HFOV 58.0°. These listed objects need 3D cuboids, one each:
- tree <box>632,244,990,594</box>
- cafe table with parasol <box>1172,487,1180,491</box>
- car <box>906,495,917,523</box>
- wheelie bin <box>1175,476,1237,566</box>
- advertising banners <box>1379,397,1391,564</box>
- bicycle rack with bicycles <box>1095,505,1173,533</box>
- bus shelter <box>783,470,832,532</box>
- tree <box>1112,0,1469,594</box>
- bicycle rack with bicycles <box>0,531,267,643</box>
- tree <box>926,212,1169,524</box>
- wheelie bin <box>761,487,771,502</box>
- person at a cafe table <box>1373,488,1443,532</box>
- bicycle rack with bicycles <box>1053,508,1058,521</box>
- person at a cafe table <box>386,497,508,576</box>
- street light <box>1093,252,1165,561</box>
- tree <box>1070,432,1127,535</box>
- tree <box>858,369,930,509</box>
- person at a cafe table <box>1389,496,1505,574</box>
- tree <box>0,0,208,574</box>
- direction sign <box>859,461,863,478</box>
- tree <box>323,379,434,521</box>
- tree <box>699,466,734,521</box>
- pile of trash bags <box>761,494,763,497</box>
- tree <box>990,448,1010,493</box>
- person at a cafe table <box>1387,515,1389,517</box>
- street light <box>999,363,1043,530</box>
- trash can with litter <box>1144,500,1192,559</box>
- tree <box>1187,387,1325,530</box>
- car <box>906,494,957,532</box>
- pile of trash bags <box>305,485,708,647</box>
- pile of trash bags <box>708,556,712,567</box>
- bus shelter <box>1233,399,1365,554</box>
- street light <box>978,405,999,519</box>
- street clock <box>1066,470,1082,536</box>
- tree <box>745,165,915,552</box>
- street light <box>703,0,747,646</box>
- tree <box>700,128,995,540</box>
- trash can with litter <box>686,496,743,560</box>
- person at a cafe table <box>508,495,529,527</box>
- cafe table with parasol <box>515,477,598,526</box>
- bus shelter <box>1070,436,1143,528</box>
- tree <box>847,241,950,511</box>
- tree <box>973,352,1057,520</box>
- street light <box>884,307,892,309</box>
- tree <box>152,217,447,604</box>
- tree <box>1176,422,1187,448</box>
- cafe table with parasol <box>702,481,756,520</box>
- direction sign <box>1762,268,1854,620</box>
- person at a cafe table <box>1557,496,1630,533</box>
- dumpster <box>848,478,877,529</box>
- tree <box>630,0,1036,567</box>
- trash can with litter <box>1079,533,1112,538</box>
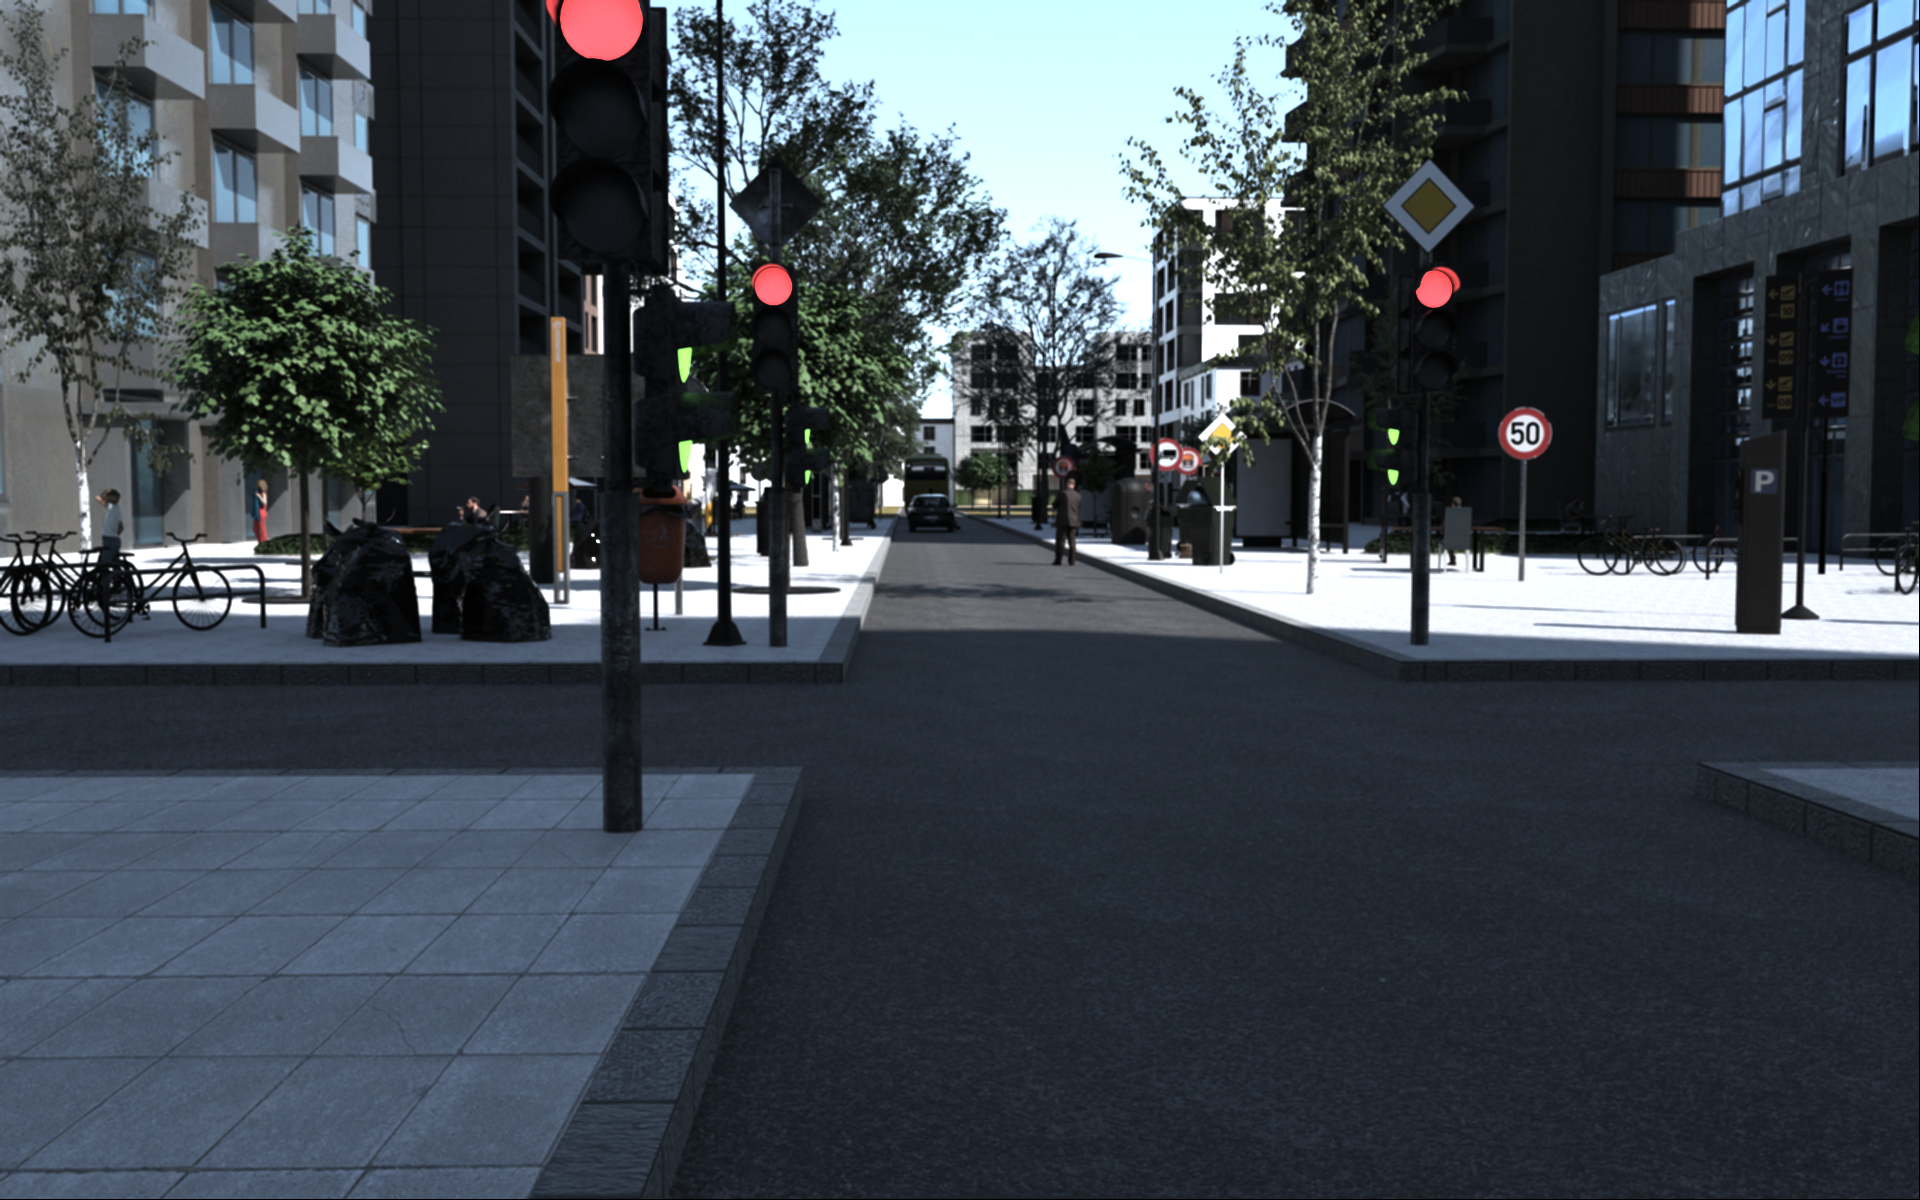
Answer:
[{"bbox_3d":[-2.262,-2.379,22.616,4.285,4.588,4.351,0,3,0],"label":"tree"},{"bbox_3d":[12.123,-5.114,88.481,2.610,1.966,2.610,0,4,1],"label":"cafe table with parasol"},{"bbox_3d":[-1.659,-4.474,85.148,2.014,1.417,4.499,0,4,-1],"label":"car"},{"bbox_3d":[4.504,-1.424,31.189,0.980,1.594,0.693,-3,4,-38],"label":"wheelie bin"},{"bbox_3d":[7.942,-2.210,32.322,0.090,3.025,2.074,1,4,11],"label":"advertising banners"},{"bbox_3d":[5.637,-2.683,57.252,2.852,0.926,2.925,0,4,-6],"label":"bicycle rack with bicycles"},{"bbox_3d":[-5.526,-5.176,62.264,2.179,5.291,8.768,0,4,-2],"label":"bus shelter"},{"bbox_3d":[4.392,-4.392,22.174,4.737,8.622,4.395,0,3,0],"label":"tree"},{"bbox_3d":[-8.019,-0.162,16.025,2.852,0.926,2.925,2,4,25],"label":"bicycle rack with bicycles"},{"bbox_3d":[3.791,-10.059,74.837,12.009,13.543,11.850,0,3,0],"label":"tree"},{"bbox_3d":[-8.014,-4.043,74.013,0.980,1.594,0.693,-1,4,-16],"label":"wheelie bin"},{"bbox_3d":[12.574,-2.483,49.111,1.698,1.524,1.622,3,4,37],"label":"person at a cafe table"},{"bbox_3d":[5.833,-4.224,82.449,2.925,0.926,2.852,-1,4,-22],"label":"bicycle rack with bicycles"},{"bbox_3d":[-8.222,-1.023,27.591,1.726,1.238,1.698,-1,4,-20],"label":"person at a cafe table"},{"bbox_3d":[3.261,-3.724,33.422,1.470,5.913,1.316,0,4,-2],"label":"street light"},{"bbox_3d":[4.165,-3.647,54.229,1.663,3.219,1.824,0,3,0],"label":"tree"},{"bbox_3d":[-7.146,-14.702,147.032,9.857,13.997,8.962,0,3,0],"label":"tree"},{"bbox_3d":[8.083,-1.083,28.562,1.698,1.238,1.726,0,4,8],"label":"person at a cafe table"},{"bbox_3d":[-13.036,-4.597,25.517,4.360,8.622,3.978,0,3,0],"label":"tree"},{"bbox_3d":[-4.850,-5.824,87.220,0.379,3.537,0.876,2,4,26],"label":"direction sign"},{"bbox_3d":[-8.332,-1.834,24.586,1.663,3.219,1.824,0,3,0],"label":"tree"},{"bbox_3d":[-11.706,-5.340,81.913,1.663,3.219,1.824,0,3,0],"label":"tree"},{"bbox_3d":[-7.443,-4.083,76.505,3.447,1.369,1.912,2,4,35],"label":"pile of trash bags"},{"bbox_3d":[2.020,-8.469,122.187,4.285,4.588,4.351,0,3,0],"label":"tree"},{"bbox_3d":[12.555,-2.186,46.597,1.698,1.238,1.726,2,4,30],"label":"person at a cafe table"},{"bbox_3d":[2.255,-5.446,61.579,1.470,5.913,1.316,0,4,-2],"label":"street light"},{"bbox_3d":[4.233,-1.423,34.646,1.055,1.170,0.624,0,4,-2],"label":"trash can with litter"},{"bbox_3d":[9.534,-4.237,52.987,4.285,4.588,4.351,0,3,0],"label":"tree"},{"bbox_3d":[-1.096,-3.473,66.566,2.009,1.686,4.222,0,4,-1],"label":"car"},{"bbox_3d":[-4.164,-0.365,15.720,3.447,1.369,1.912,-1,4,-15],"label":"pile of trash bags"},{"bbox_3d":[-5.941,-1.209,29.519,1.912,1.369,3.447,2,4,33],"label":"pile of trash bags"},{"bbox_3d":[7.486,-2.787,39.487,2.014,3.302,5.546,0,4,-2],"label":"bus shelter"},{"bbox_3d":[1.514,-7.170,89.774,1.470,5.913,1.316,0,4,-2],"label":"street light"},{"bbox_3d":[3.461,-2.934,52.537,0.471,2.002,0.358,3,5,44],"label":"street clock"},{"bbox_3d":[-2.840,-5.364,38.070,4.360,8.622,3.978,0,3,0],"label":"tree"},{"bbox_3d":[-1.465,-2.573,14.602,1.470,5.913,1.316,0,4,-2],"label":"street light"},{"bbox_3d":[-3.160,-7.502,48.420,9.928,11.665,9.643,0,3,0],"label":"tree"},{"bbox_3d":[-5.552,-1.352,33.155,2.233,1.210,1.678,-3,5,-45],"label":"trash can with litter"},{"bbox_3d":[-14.542,-2.884,58.015,1.698,1.238,1.726,0,4,-6],"label":"person at a cafe table"},{"bbox_3d":[-12.288,-2.936,52.864,2.610,1.966,2.610,-2,4,-24],"label":"cafe table with parasol"},{"bbox_3d":[5.254,-4.213,62.805,2.014,3.302,5.546,0,4,-2],"label":"bus shelter"},{"bbox_3d":[-7.623,-16.870,131.718,12.611,20.169,13.585,0,3,0],"label":"tree"},{"bbox_3d":[2.611,-8.218,84.735,4.360,8.622,3.978,0,3,0],"label":"tree"},{"bbox_3d":[-2.274,-4.295,42.764,1.470,5.913,1.316,0,4,-2],"label":"street light"},{"bbox_3d":[-7.963,-2.264,20.728,4.285,4.588,4.351,0,3,0],"label":"tree"},{"bbox_3d":[9.272,-4.758,61.507,4.285,4.588,4.351,0,3,0],"label":"tree"},{"bbox_3d":[-11.467,-4.970,86.130,2.610,1.966,2.610,1,4,9],"label":"cafe table with parasol"},{"bbox_3d":[8.656,-1.576,17.759,0.379,3.537,0.876,-3,5,-39],"label":"direction sign"},{"bbox_3d":[16.385,-2.077,44.815,1.726,1.238,1.698,2,4,27],"label":"person at a cafe table"},{"bbox_3d":[-3.695,-3.537,63.588,1.264,1.857,1.865,0,4,-2],"label":"dumpster"},{"bbox_3d":[-2.865,-5.894,30.781,8.767,10.594,7.601,-1,4,-10],"label":"tree"},{"bbox_3d":[4.635,-2.431,50.797,2.233,1.210,1.678,2,4,24],"label":"trash can with litter"}]
